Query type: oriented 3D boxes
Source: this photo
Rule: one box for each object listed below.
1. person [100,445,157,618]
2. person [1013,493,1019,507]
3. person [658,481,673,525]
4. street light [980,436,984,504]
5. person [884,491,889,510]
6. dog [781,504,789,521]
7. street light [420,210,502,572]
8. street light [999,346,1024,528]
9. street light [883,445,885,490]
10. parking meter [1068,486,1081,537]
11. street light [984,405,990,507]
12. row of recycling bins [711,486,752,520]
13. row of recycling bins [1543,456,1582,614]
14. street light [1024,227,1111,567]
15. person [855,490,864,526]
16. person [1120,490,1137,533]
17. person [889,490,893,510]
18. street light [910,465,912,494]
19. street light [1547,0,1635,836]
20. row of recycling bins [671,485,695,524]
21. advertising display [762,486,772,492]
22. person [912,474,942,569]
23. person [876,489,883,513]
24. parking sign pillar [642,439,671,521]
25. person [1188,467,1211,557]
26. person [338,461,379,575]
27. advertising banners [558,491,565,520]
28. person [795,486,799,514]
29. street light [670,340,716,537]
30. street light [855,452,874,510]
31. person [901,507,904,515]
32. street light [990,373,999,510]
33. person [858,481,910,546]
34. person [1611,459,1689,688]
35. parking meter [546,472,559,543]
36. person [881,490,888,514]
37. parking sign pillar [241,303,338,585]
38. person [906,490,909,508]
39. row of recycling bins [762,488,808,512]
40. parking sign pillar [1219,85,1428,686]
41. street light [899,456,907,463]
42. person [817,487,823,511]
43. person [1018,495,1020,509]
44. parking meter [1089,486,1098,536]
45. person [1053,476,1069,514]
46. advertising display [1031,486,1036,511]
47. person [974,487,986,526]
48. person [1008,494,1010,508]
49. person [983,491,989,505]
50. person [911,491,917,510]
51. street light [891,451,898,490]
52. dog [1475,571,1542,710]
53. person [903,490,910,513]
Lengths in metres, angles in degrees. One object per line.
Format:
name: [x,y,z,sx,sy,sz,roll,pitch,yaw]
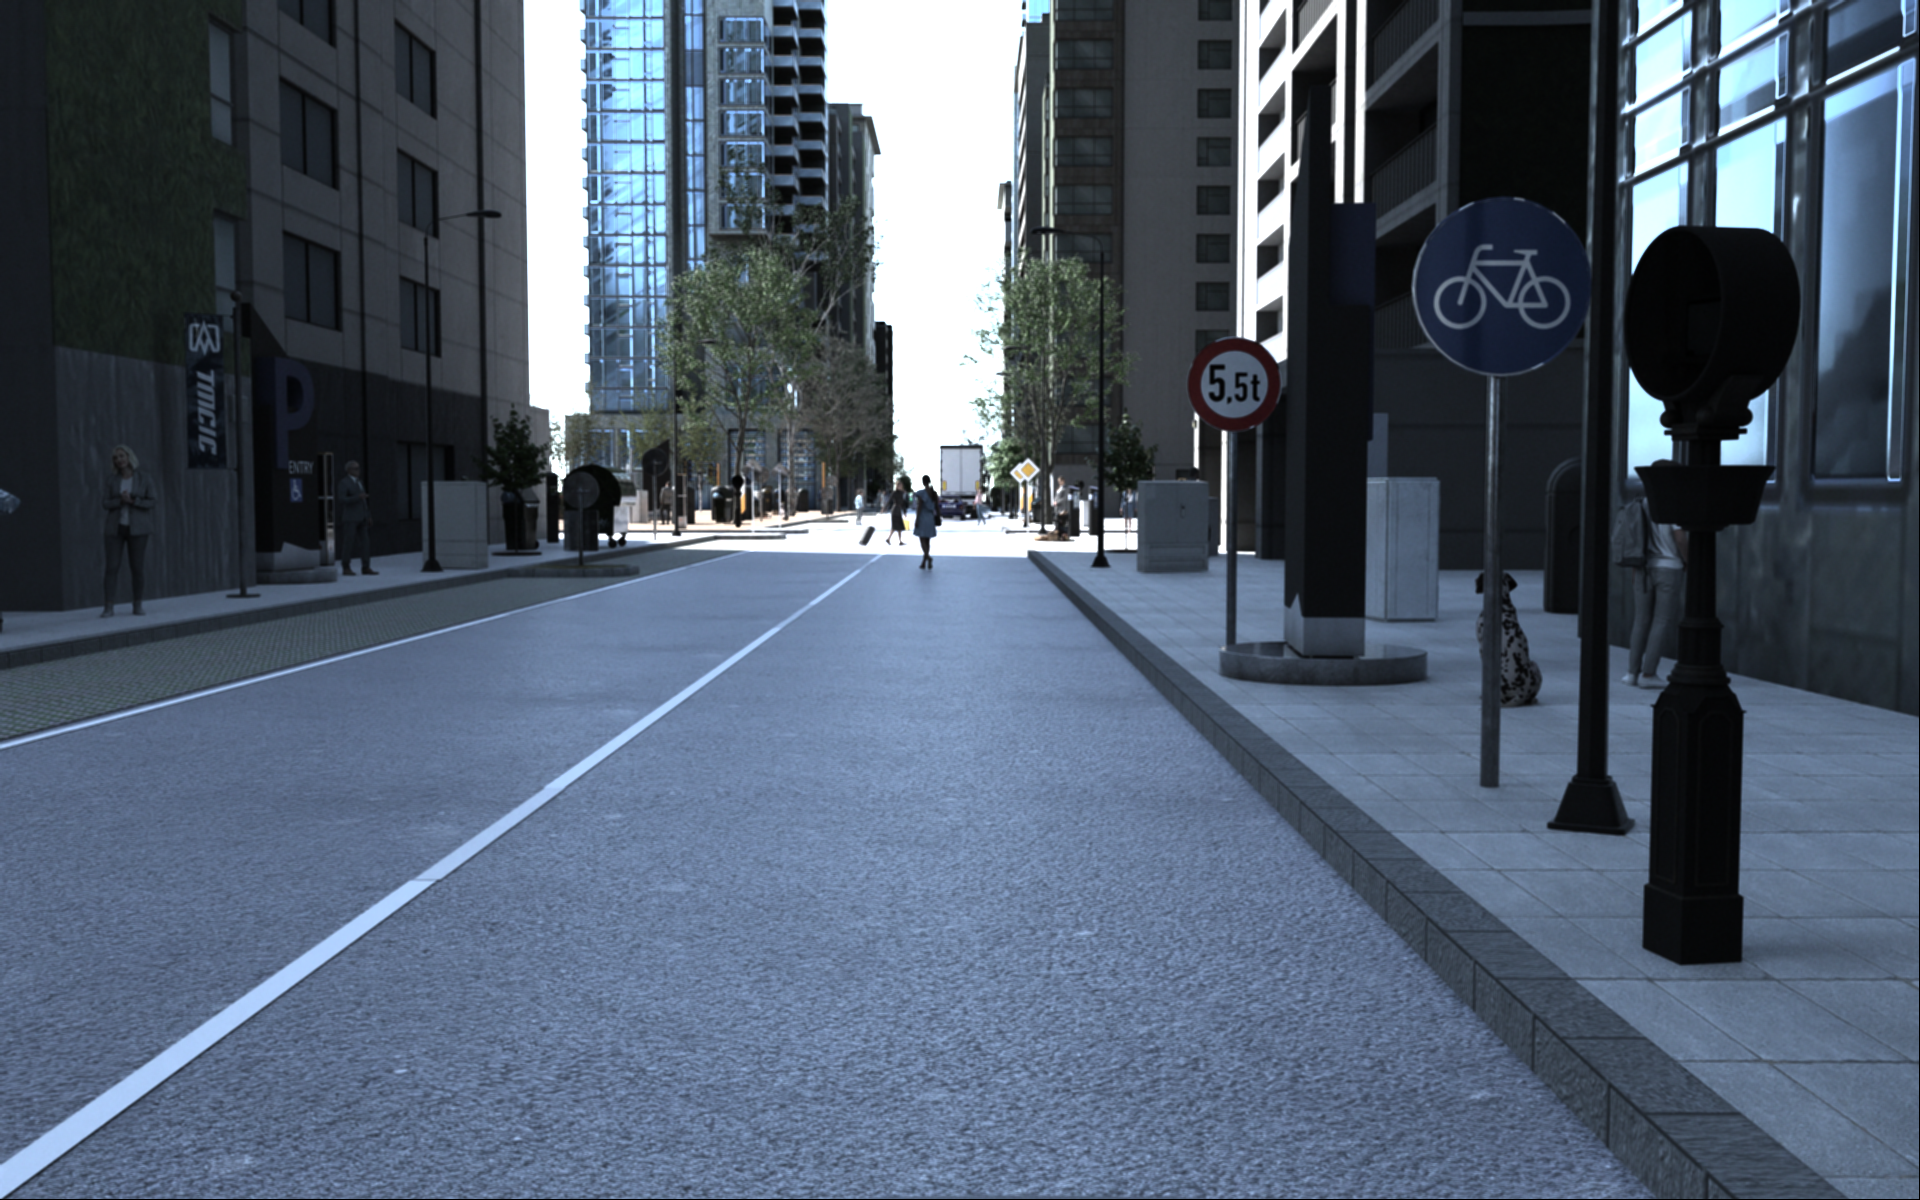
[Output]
person: [-8.742,-0.734,18.222,0.537,1.800,0.526,-1,4,-9]
person: [5.095,-9.892,167.765,1.348,1.826,0.705,-1,4,-22]
person: [-12.185,-4.005,71.712,0.592,1.802,0.473,-1,4,-23]
street light: [2.259,-8.673,114.340,1.470,5.913,1.316,0,4,0]
person: [-6.425,-8.672,150.950,0.551,1.740,0.621,1,4,11]
dog: [-8.484,-4.209,83.200,0.513,0.831,0.800,0,4,7]
street light: [-8.191,-3.420,28.458,1.470,5.913,1.316,0,4,0]
street light: [2.073,-5.013,54.510,1.470,5.913,1.316,0,4,0]
street light: [-7.739,-11.665,163.266,1.470,5.913,1.316,0,4,0]
parking meter: [3.411,-2.656,51.836,0.372,1.533,0.369,0,3,0]
street light: [2.140,-7.191,90.108,1.470,5.913,1.316,0,4,0]
row of recycling bins: [-11.242,-4.830,86.077,1.069,1.692,3.534,1,4,21]
row of recycling bins: [7.740,-0.657,17.856,3.534,1.692,1.069,3,5,43]
street light: [1.930,-3.530,30.264,1.470,5.913,1.316,0,4,0]
person: [-4.531,-4.168,78.453,0.330,1.601,0.589,-2,4,-27]
person: [5.872,-3.159,60.178,0.581,1.822,0.654,1,4,13]
person: [-6.150,-8.955,155.003,1.350,1.814,0.705,-2,4,-32]
street light: [-7.458,-16.826,247.643,1.470,5.913,1.316,0,4,0]
street light: [1.895,-2.078,6.514,1.470,5.913,1.316,0,4,0]
row of recycling bins: [-11.964,-4.137,74.758,1.069,1.692,3.534,-1,4,-10]
advertising display: [-15.286,-8.036,136.595,0.974,1.923,0.123,-1,4,-16]
person: [-0.600,-1.494,33.027,0.616,1.811,0.778,-1,4,-20]
person: [-6.043,-7.441,130.258,0.635,1.810,0.391,2,4,24]
parking sign pillar: [-14.703,-5.836,83.888,1.447,3.967,1.447,0,4,-8]
person: [4.648,-1.708,34.072,0.767,1.812,0.694,-2,4,-23]
person: [-9.504,-1.295,27.393,0.590,1.801,0.661,1,4,18]
advertising banners: [-20.490,-5.514,86.346,2.074,3.025,0.090,1,4,14]
person: [-10.696,-6.518,112.799,0.466,1.800,0.511,-3,5,-40]
street light: [-8.035,-4.873,52.209,1.470,5.913,1.316,0,4,0]
street light: [-7.814,-10.213,139.516,1.470,5.913,1.316,0,4,0]
person: [-4.168,-6.823,120.638,0.643,1.750,0.593,3,4,38]
street light: [2.013,-5.738,66.357,1.470,5.913,1.316,0,4,0]
person: [-2.084,-2.402,47.995,1.509,1.804,0.699,-1,4,-18]
person: [4.583,-0.174,11.477,0.503,1.515,0.523,2,4,27]
parking meter: [-10.772,-2.451,45.792,0.255,1.863,0.399,-2,4,-25]
person: [-5.397,-6.933,122.851,0.522,1.701,0.512,1,4,16]
parking sign pillar: [-9.833,-2.241,25.114,1.447,3.967,1.447,0,4,8]
person: [-5.282,-10.078,173.257,0.705,1.826,1.348,0,4,-1]
row of recycling bins: [-12.505,-7.113,123.410,3.534,1.692,1.069,1,4,11]
parking sign pillar: [2.566,-1.449,12.162,1.447,3.967,1.447,0,4,5]
street light: [-7.532,-15.317,222.974,1.470,5.913,1.316,0,4,0]
person: [-10.534,-7.633,131.027,0.721,1.800,0.419,-1,4,-20]
person: [5.284,-8.848,150.790,0.705,1.814,1.350,0,4,-8]
parking meter: [4.144,-2.745,53.299,0.372,1.533,0.369,0,3,0]
person: [2.826,-2.643,49.533,0.520,1.790,0.573,3,5,45]
advertising display: [5.412,-7.762,132.122,0.123,1.923,0.974,3,5,43]
person: [0.921,-4.169,77.259,0.643,1.750,0.593,-1,4,-16]
person: [4.695,-9.641,164.377,0.721,1.736,1.217,1,4,19]
person: [2.966,-11.510,195.034,0.742,1.727,0.445,0,4,8]
person: [-4.217,-9.115,158.203,0.621,1.740,0.551,-1,4,-14]
street light: [-7.604,-13.118,187.016,1.470,5.913,1.316,0,4,0]
dog: [3.283,0.231,10.596,0.513,0.831,0.800,2,4,34]
person: [-4.207,-7.554,132.403,0.661,1.777,0.834,1,4,16]
